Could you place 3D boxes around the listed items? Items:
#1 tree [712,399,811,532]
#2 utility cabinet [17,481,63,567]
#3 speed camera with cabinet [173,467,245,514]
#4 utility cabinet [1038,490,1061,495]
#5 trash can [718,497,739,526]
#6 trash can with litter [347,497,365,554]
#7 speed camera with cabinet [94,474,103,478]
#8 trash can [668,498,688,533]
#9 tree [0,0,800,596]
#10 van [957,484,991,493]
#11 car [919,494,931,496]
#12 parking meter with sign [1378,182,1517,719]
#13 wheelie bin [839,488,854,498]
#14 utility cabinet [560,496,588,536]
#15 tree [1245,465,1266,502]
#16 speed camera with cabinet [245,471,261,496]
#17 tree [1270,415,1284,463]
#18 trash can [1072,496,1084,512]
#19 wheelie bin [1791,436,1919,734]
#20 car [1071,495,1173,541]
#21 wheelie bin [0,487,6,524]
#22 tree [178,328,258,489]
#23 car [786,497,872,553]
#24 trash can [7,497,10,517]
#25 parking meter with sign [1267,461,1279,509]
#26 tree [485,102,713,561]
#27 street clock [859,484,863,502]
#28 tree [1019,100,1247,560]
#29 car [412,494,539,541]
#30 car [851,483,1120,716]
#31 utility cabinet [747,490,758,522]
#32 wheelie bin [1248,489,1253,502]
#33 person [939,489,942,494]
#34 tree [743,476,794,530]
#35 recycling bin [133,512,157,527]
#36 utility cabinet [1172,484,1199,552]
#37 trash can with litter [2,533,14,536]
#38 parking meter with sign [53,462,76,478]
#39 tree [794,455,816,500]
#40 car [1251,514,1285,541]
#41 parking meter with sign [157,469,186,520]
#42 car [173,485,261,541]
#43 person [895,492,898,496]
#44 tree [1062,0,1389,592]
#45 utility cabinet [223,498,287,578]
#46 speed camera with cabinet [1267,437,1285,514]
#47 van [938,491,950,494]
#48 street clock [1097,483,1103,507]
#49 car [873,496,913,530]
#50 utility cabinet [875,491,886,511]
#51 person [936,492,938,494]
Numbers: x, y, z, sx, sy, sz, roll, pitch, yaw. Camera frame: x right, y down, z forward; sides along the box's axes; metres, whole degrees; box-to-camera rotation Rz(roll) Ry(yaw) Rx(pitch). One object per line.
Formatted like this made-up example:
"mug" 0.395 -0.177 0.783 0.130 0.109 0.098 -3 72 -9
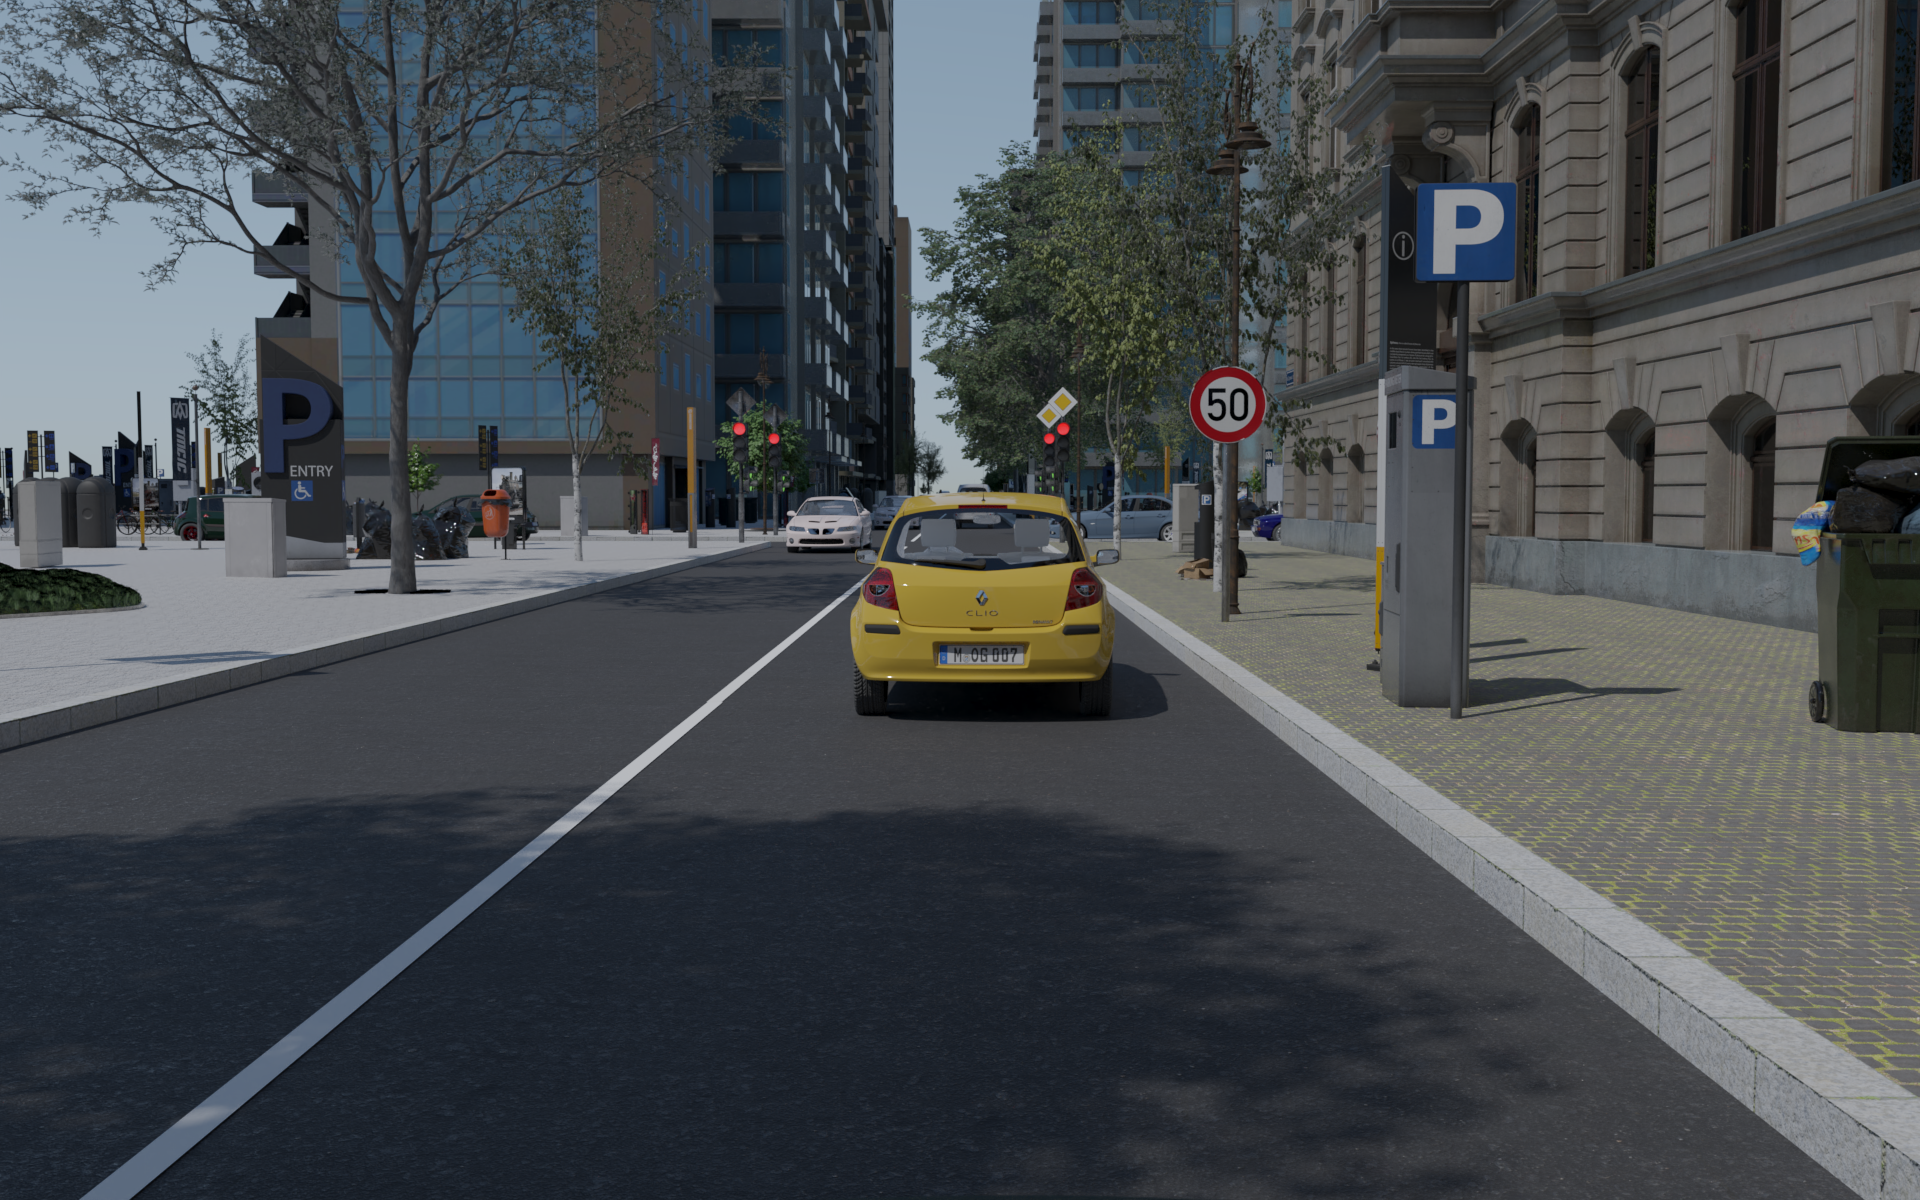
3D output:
"tree" -6.813 -4.647 59.696 4.285 4.588 4.351 0 3 0
"utility cabinet" -16.122 -1.325 30.350 0.318 1.500 1.173 -1 4 -9
"speed camera with cabinet" -25.536 -3.939 58.743 2.038 3.252 0.660 0 4 -6
"utility cabinet" 4.536 -4.848 87.946 1.173 1.500 0.318 2 4 28
"trash can" -9.534 -3.605 70.591 0.748 1.137 0.748 0 3 0
"trash can with litter" -13.041 -1.650 38.042 1.678 1.210 2.233 -1 4 -13
"speed camera with cabinet" -39.948 -5.339 81.624 0.660 3.252 2.038 0 4 7
"trash can" -9.327 -2.809 57.580 0.748 1.137 0.748 0 3 0
"tree" -7.260 -6.836 22.134 12.009 13.543 11.850 0 3 0
"van" 0.617 -4.012 72.605 2.013 2.044 4.112 0 4 2
"car" -2.325 -6.862 124.197 2.014 1.417 4.499 0 4 2
"parking meter with sign" 2.896 -0.879 10.635 0.543 3.016 1.738 0 4 4
"wheelie bin" -5.736 -4.868 87.493 0.693 1.594 0.980 0 4 2
"utility cabinet" -11.789 -2.556 52.950 1.020 1.237 0.306 3 5 41
"tree" 19.030 -7.096 110.613 1.663 3.219 1.824 0 3 0
"speed camera with cabinet" -29.087 -4.653 70.404 2.038 3.252 0.660 0 4 -7
"tree" 23.947 -10.570 123.183 4.737 8.622 4.395 0 3 0
"trash can" 7.062 -5.615 103.453 0.748 1.137 0.748 0 3 0
"wheelie bin" 5.091 -0.094 9.442 0.980 1.594 0.693 1 4 14
"car" 4.741 -2.308 49.742 4.499 1.417 2.014 0 4 1
"wheelie bin" -40.146 -3.920 71.992 0.693 1.594 0.980 2 4 32
"tree" -32.660 -7.795 77.804 4.737 8.622 4.395 0 3 0
"car" -3.264 -1.925 43.842 2.083 1.381 4.827 0 4 2
"trash can" -53.068 -5.227 97.120 0.748 1.137 0.748 0 3 0
"parking meter with sign" 16.785 -5.914 92.961 0.543 3.016 1.738 1 4 21
"tree" -7.086 -5.037 32.714 4.360 8.622 3.978 0 3 0
"street clock" -6.958 -7.157 121.588 0.358 2.002 0.471 1 4 10
"tree" 3.295 -5.079 33.402 4.737 8.622 4.395 0 3 0
"car" -14.446 -2.495 50.575 4.222 1.686 2.009 0 4 2
"car" 0.191 -0.149 12.653 2.015 1.641 3.980 0 4 2
"utility cabinet" -9.295 -4.217 77.621 0.318 1.500 1.173 0 4 2
"wheelie bin" 17.128 -5.885 104.125 0.980 1.594 0.693 -3 4 -38
"person" -1.610 -8.214 142.827 0.705 1.821 1.348 2 4 29
"tree" -7.076 -4.152 62.488 1.663 3.219 1.824 0 3 0
"recycling bin" -32.095 -3.404 68.202 0.722 1.027 0.722 -3 4 -36
"utility cabinet" 5.254 -1.789 37.933 1.173 1.500 0.318 -1 4 -21
"trash can with litter" -28.617 -2.635 54.136 2.233 1.210 1.678 -1 4 -21
"parking meter with sign" -49.037 -6.021 94.708 1.738 3.016 0.543 2 4 30
"tree" -7.022 -4.663 70.835 1.663 3.219 1.824 0 3 0
"car" 10.277 -2.240 49.209 3.894 1.354 1.945 0 4 2
"parking meter with sign" -39.162 -5.459 85.512 1.738 3.016 0.543 0 4 -7
"car" -19.960 -2.390 48.863 4.222 1.686 2.009 0 4 -1
"person" -7.715 -12.123 207.438 1.217 1.736 0.721 0 4 1
"tree" 3.381 -4.398 22.271 4.360 8.622 3.978 0 3 0
"utility cabinet" -10.895 -0.956 26.795 1.020 1.237 0.306 2 4 25
"speed camera with cabinet" 10.586 -3.785 56.226 0.660 3.252 2.038 2 4 31
"van" -1.846 -12.027 203.656 2.013 2.044 4.112 0 4 -1
"street clock" 9.164 -6.655 113.386 0.358 2.002 0.471 3 4 39
"car" -2.523 -3.605 71.298 2.083 1.381 4.827 0 4 1
"utility cabinet" -5.523 -6.832 120.382 0.318 1.500 1.173 2 4 24
"person" -3.114 -14.208 241.516 0.721 1.736 1.217 2 4 33
